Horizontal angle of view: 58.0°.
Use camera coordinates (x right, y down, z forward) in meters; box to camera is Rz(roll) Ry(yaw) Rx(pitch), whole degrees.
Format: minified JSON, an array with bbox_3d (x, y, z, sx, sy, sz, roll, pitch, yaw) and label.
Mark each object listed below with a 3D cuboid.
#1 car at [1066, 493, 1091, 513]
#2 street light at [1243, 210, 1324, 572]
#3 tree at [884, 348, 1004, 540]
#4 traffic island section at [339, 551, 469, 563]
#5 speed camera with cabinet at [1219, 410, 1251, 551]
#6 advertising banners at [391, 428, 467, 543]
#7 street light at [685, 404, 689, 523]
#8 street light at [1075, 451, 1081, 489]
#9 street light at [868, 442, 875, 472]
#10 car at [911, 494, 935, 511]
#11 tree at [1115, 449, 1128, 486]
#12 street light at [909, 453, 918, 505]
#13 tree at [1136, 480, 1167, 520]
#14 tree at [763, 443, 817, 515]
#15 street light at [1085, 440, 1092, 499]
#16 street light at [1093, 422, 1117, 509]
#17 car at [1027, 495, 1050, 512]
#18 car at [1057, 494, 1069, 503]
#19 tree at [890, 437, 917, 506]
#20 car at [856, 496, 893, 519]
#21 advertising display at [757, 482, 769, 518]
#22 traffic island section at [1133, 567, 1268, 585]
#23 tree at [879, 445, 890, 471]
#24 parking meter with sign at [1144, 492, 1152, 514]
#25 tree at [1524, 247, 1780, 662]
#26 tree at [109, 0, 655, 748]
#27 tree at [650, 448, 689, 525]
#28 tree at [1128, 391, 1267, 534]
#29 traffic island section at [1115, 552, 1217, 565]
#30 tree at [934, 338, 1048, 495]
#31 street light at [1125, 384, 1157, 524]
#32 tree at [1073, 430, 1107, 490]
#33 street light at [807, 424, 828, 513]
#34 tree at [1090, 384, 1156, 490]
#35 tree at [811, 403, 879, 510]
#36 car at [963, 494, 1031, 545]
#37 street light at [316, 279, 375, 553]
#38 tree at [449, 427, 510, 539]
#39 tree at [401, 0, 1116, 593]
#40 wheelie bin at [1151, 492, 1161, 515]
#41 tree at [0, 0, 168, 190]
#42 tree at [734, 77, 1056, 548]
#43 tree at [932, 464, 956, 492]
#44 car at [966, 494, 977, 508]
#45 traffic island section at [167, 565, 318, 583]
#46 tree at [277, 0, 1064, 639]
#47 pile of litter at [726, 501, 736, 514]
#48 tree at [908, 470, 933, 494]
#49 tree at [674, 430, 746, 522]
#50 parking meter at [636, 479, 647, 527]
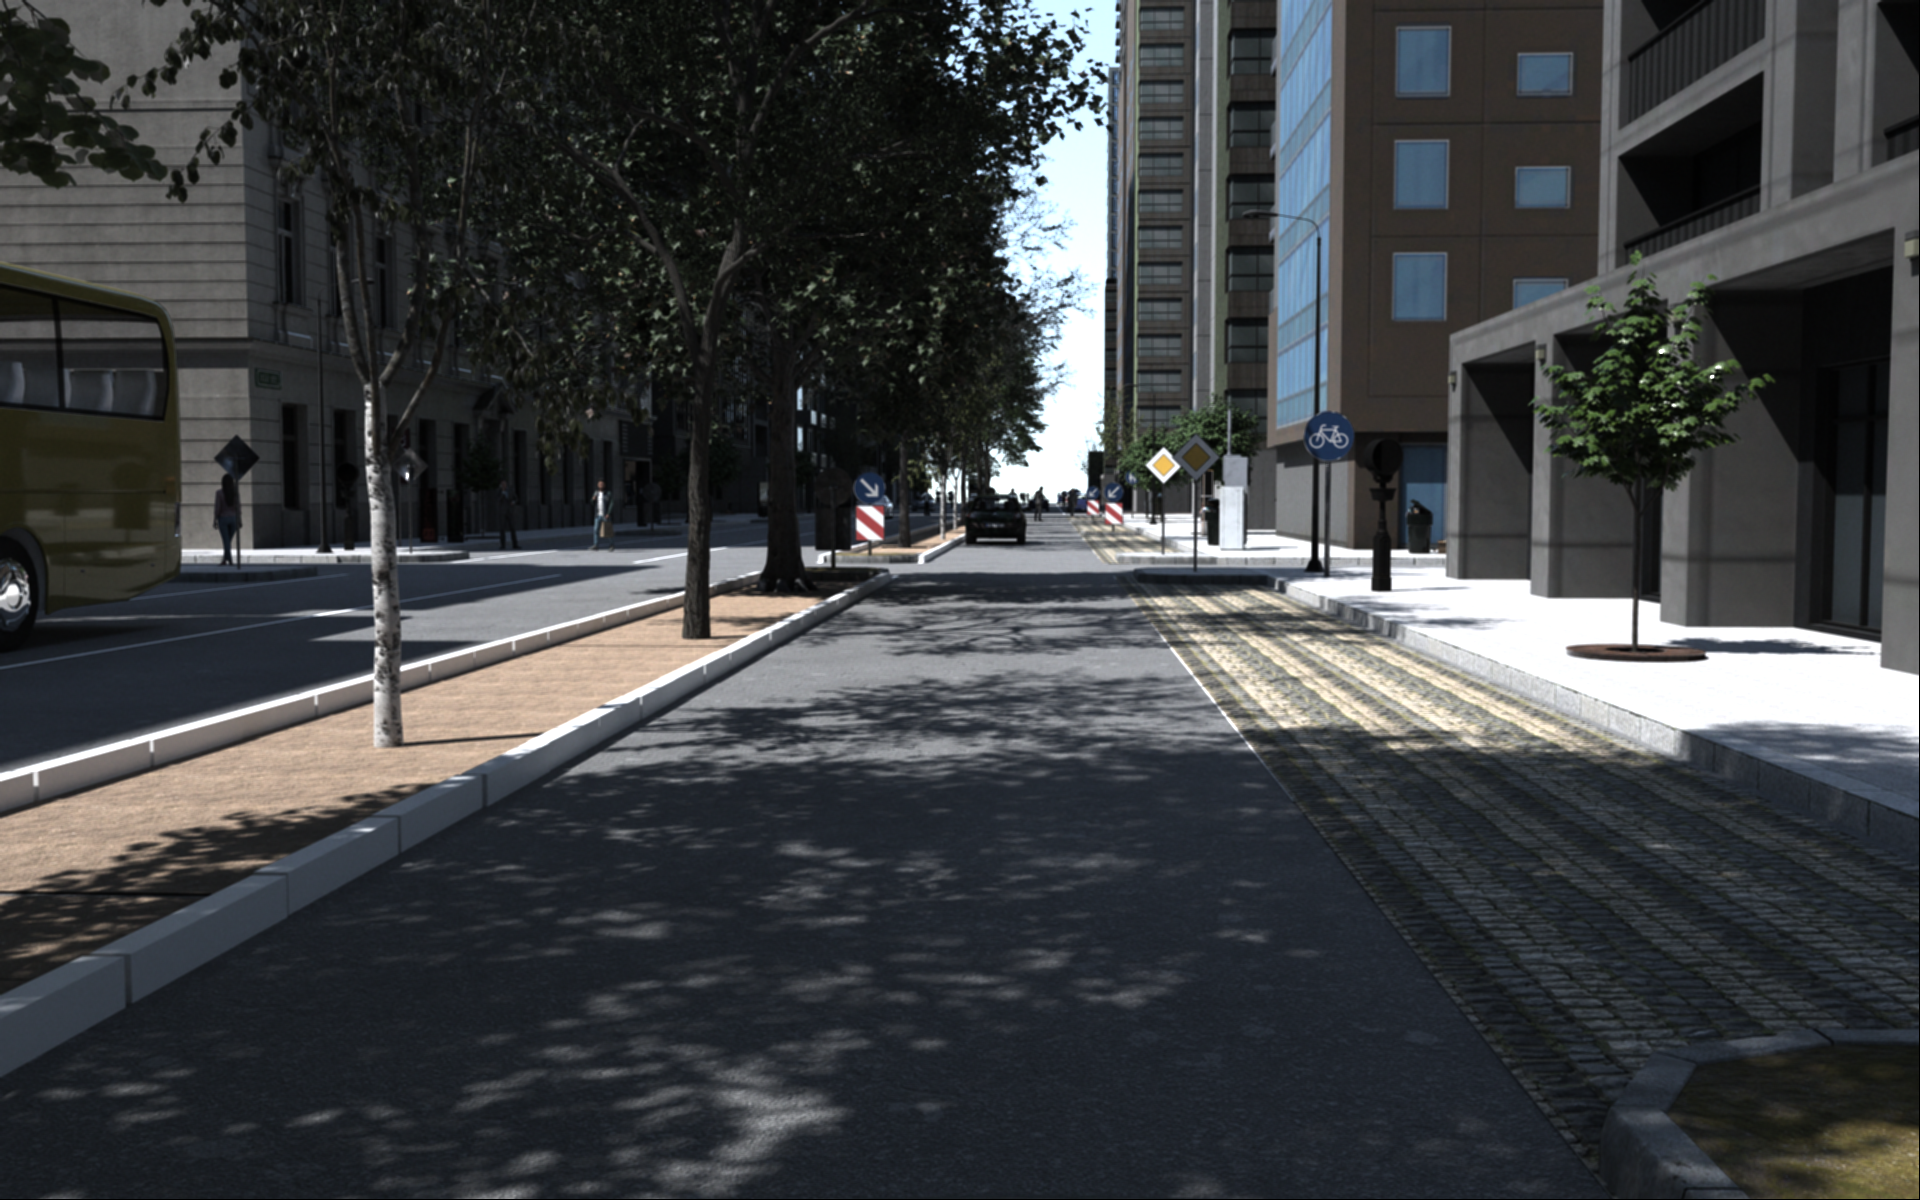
[{"bbox_3d":[9.121,-7.547,132.979,1.945,1.707,3.694,0,4,3],"label":"car"},{"bbox_3d":[5.324,-3.422,28.486,1.470,5.913,1.316,0,4,3],"label":"street light"},{"bbox_3d":[-0.565,-6.204,54.252,4.737,8.622,4.395,0,3,0],"label":"tree"},{"bbox_3d":[-11.902,-0.930,37.481,2.009,0.180,2.903,0,4,3],"label":"traffic island section"},{"bbox_3d":[6.390,-2.805,40.195,0.660,3.252,2.038,1,4,13],"label":"speed camera with cabinet"},{"bbox_3d":[-14.044,-3.035,45.808,2.074,3.025,0.090,1,4,10],"label":"advertising banners"},{"bbox_3d":[-11.397,-6.325,75.963,1.470,5.913,1.316,0,4,3],"label":"street light"},{"bbox_3d":[13.376,-13.162,187.740,1.470,5.913,1.316,0,4,3],"label":"street light"},{"bbox_3d":[-7.499,-11.012,152.593,1.470,5.913,1.316,0,4,3],"label":"street light"},{"bbox_3d":[-3.057,-8.123,144.811,2.014,1.417,4.499,0,4,3],"label":"car"},{"bbox_3d":[9.185,-5.795,78.458,4.285,4.588,4.351,0,3,0],"label":"tree"},{"bbox_3d":[-5.176,-13.716,196.803,1.470,5.913,1.316,0,4,3],"label":"street light"},{"bbox_3d":[9.964,-5.652,87.018,1.663,3.219,1.824,0,3,0],"label":"tree"},{"bbox_3d":[-10.505,-7.557,107.269,4.285,4.588,4.351,0,3,0],"label":"tree"},{"bbox_3d":[11.563,-10.840,149.779,1.470,5.913,1.316,0,4,3],"label":"street light"},{"bbox_3d":[9.497,-8.481,111.198,1.470,5.913,1.316,0,4,3],"label":"street light"},{"bbox_3d":[6.527,-8.013,143.585,1.945,1.354,3.894,0,4,3],"label":"car"},{"bbox_3d":[15.078,-14.901,253.218,1.945,1.707,3.694,0,4,2],"label":"car"},{"bbox_3d":[-6.548,-14.351,184.993,4.360,8.622,3.978,0,3,0],"label":"tree"},{"bbox_3d":[-4.917,-5.355,99.918,2.083,1.381,4.827,0,4,3],"label":"car"},{"bbox_3d":[-10.691,-5.441,94.180,0.123,1.923,0.974,2,4,26],"label":"advertising display"},{"bbox_3d":[3.915,-0.392,28.684,2.009,0.180,2.903,0,4,3],"label":"traffic island section"},{"bbox_3d":[-8.558,-11.663,141.059,4.360,8.622,3.978,0,3,0],"label":"tree"},{"bbox_3d":[12.360,-6.969,110.197,0.543,3.016,1.738,-2,4,-31],"label":"parking meter with sign"},{"bbox_3d":[5.343,-1.172,13.760,1.663,3.219,1.824,0,3,0],"label":"tree"},{"bbox_3d":[-3.225,-3.454,9.287,4.360,8.622,3.978,0,3,0],"label":"tree"},{"bbox_3d":[-12.040,-4.757,72.379,1.663,3.219,1.824,0,3,0],"label":"tree"},{"bbox_3d":[8.200,-4.392,55.516,4.285,4.588,4.351,0,3,0],"label":"tree"},{"bbox_3d":[4.318,-0.879,36.659,2.009,0.180,2.903,0,4,3],"label":"traffic island section"},{"bbox_3d":[1.541,-10.455,99.159,9.928,11.665,9.643,0,3,0],"label":"tree"},{"bbox_3d":[7.650,-6.159,73.239,1.470,5.913,1.316,0,4,3],"label":"street light"},{"bbox_3d":[15.204,-15.201,198.894,4.360,8.622,3.978,0,3,0],"label":"tree"},{"bbox_3d":[-9.449,-8.691,114.639,1.470,5.913,1.316,0,4,3],"label":"street light"},{"bbox_3d":[10.597,-10.076,115.099,4.737,8.622,4.395,0,3,0],"label":"tree"},{"bbox_3d":[-9.081,-11.051,131.039,4.360,8.622,3.978,0,3,0],"label":"tree"},{"bbox_3d":[1.060,-2.488,50.469,2.009,1.686,4.222,0,4,2],"label":"car"},{"bbox_3d":[-13.291,-3.972,37.485,1.470,5.913,1.316,0,4,3],"label":"street light"},{"bbox_3d":[-13.892,-3.381,49.886,1.663,3.219,1.824,0,3,0],"label":"tree"},{"bbox_3d":[-2.598,-6.458,25.058,9.611,12.733,9.660,0,3,0],"label":"tree"},{"bbox_3d":[12.019,-5.938,104.992,0.980,1.594,0.693,3,5,42],"label":"wheelie bin"},{"bbox_3d":[-3.498,-5.046,3.093,7.486,12.596,7.792,0,3,0],"label":"tree"},{"bbox_3d":[-1.499,-8.126,45.682,12.009,13.543,11.850,0,3,0],"label":"tree"},{"bbox_3d":[-2.568,-18.986,260.783,4.360,8.622,3.978,0,3,0],"label":"tree"},{"bbox_3d":[1.619,-10.085,175.111,2.015,1.641,3.980,0,4,3],"label":"car"},{"bbox_3d":[-12.305,-0.442,29.506,2.009,0.180,2.903,0,4,3],"label":"traffic island section"},{"bbox_3d":[-2.642,-4.866,16.425,8.767,10.594,7.601,0,4,3],"label":"tree"},{"bbox_3d":[-14.881,-5.881,110.112,1.176,0.858,1.719,-2,4,-34],"label":"pile of litter"},{"bbox_3d":[-4.987,-14.090,214.087,4.285,4.588,4.351,0,3,0],"label":"tree"},{"bbox_3d":[-11.719,-5.971,81.336,4.285,4.588,4.351,0,3,0],"label":"tree"},{"bbox_3d":[-12.544,-3.821,68.192,0.399,1.863,0.255,-1,4,-17],"label":"parking meter"}]
